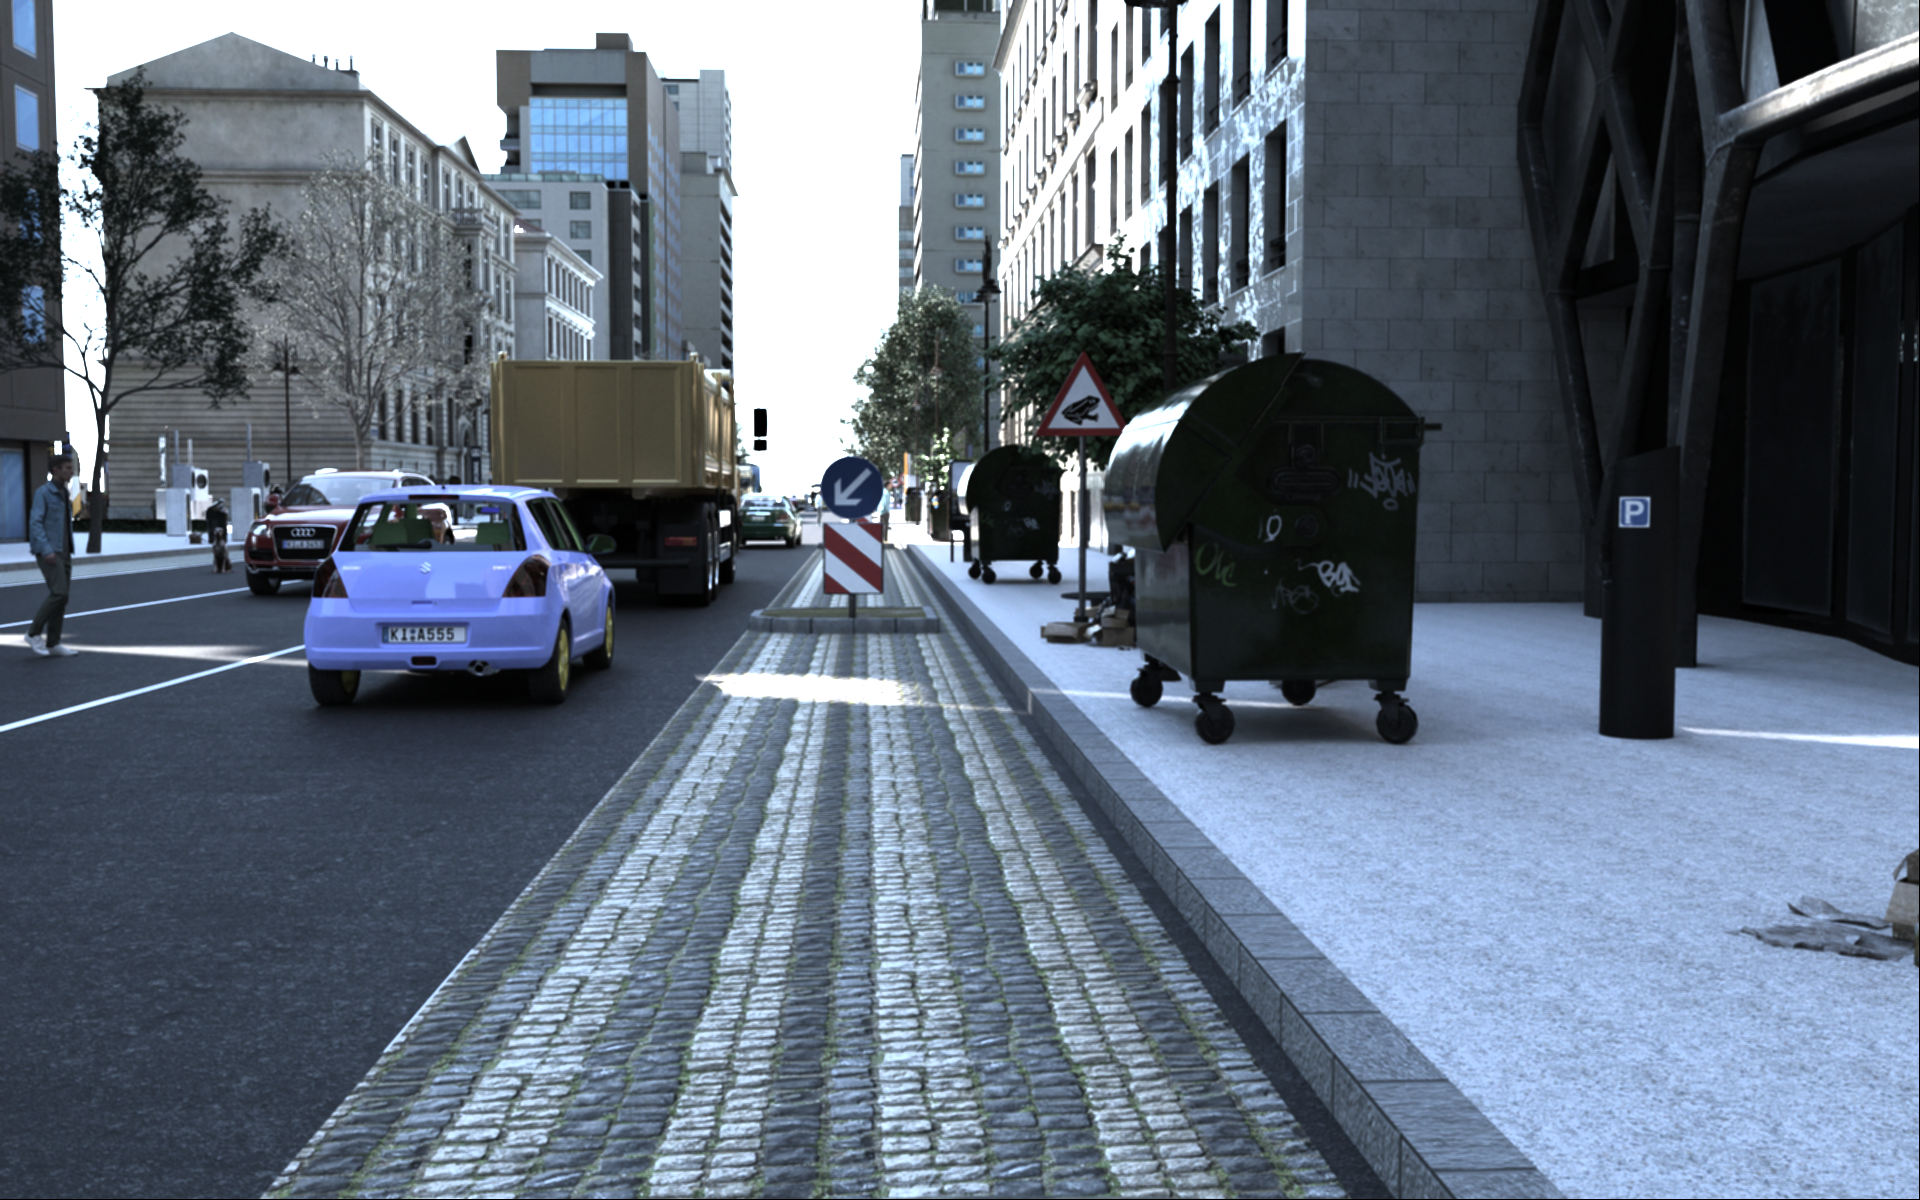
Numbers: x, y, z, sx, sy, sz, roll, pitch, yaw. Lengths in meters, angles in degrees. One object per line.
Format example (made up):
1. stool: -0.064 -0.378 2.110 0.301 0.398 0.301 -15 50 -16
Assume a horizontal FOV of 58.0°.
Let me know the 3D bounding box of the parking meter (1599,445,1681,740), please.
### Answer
1. parking meter: 3.602 -0.047 9.180 0.372 1.533 0.369 0 3 0

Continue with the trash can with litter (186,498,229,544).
1. trash can with litter: -19.425 -2.036 44.683 1.055 1.170 0.624 -1 4 -17

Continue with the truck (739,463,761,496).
1. truck: -20.090 -10.474 160.165 2.839 4.237 11.283 0 4 -2

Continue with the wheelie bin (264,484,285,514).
1. wheelie bin: -22.533 -3.010 57.125 0.693 1.594 0.980 0 4 -6

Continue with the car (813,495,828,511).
1. car: -11.579 -8.423 147.941 2.015 1.641 3.980 0 4 -3

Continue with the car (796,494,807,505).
1. car: -20.059 -12.731 218.373 2.015 1.641 3.980 0 4 -4

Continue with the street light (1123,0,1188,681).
1. street light: 1.437 -2.384 11.771 0.468 5.910 1.993 0 4 -3

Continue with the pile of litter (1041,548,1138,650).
1. pile of litter: 1.292 -0.061 14.969 1.176 0.858 1.719 0 4 -6

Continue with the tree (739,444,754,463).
1. tree: -30.533 -18.117 246.570 4.360 8.622 3.978 0 3 0

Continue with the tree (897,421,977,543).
1. tree: -0.445 -3.145 46.025 1.663 3.219 1.824 0 3 0

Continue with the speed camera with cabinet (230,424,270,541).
1. speed camera with cabinet: -19.704 -3.288 48.101 0.660 3.252 2.038 -1 4 -8

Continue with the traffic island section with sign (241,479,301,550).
1. traffic island section with sign: -17.234 -2.208 44.726 1.989 1.847 2.006 0 4 -3

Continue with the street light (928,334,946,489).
1. street light: -0.656 -4.737 50.236 0.468 5.910 1.993 0 4 -3

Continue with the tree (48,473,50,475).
1. tree: -35.709 -4.407 66.658 1.663 3.219 1.824 0 3 0

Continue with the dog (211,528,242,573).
1. dog: -13.429 -0.912 31.753 0.513 0.831 0.800 2 4 29

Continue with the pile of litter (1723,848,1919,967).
1. pile of litter: 3.122 0.564 4.738 1.719 0.858 1.176 3 5 43

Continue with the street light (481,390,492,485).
1. street light: -20.981 -6.396 77.365 0.468 5.910 1.993 0 4 -3

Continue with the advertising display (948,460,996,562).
1. advertising display: 0.247 -1.685 32.762 0.974 1.923 0.123 -1 4 -21

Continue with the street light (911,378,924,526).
1. street light: -1.709 -5.903 69.310 0.468 5.910 1.993 0 4 -3

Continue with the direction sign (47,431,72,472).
1. direction sign: -32.004 -4.253 61.526 0.379 3.537 0.876 3 5 41

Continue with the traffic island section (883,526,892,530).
1. traffic island section: -3.759 -2.931 70.196 2.009 0.180 2.903 0 4 -3

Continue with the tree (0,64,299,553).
1. tree: -18.526 -6.297 37.364 7.601 10.594 8.767 0 4 3

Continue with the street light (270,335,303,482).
1. street light: -19.531 -4.744 50.359 0.468 5.910 1.993 0 4 -3

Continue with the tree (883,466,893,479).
1. tree: -13.970 -21.877 308.046 4.737 8.622 4.395 0 3 0

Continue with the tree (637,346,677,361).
1. tree: -25.589 -14.312 144.365 12.009 13.543 11.850 0 3 0

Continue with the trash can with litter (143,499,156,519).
1. trash can with litter: -35.751 -4.001 76.811 0.624 1.170 1.055 2 4 35

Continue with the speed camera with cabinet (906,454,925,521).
1. speed camera with cabinet: -2.164 -5.503 84.314 0.660 3.252 2.038 -1 4 -11

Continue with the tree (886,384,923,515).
1. tree: -3.229 -9.522 106.052 4.360 8.622 3.978 0 3 0

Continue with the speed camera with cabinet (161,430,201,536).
1. speed camera with cabinet: -23.964 -3.603 53.248 0.660 3.252 2.038 -1 4 -16

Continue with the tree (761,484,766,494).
1. tree: -32.805 -17.812 285.823 1.663 3.219 1.824 0 3 0

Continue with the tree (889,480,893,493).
1. tree: -7.722 -12.636 201.203 1.663 3.219 1.824 0 3 0

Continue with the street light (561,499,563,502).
1. street light: -22.091 -7.535 95.978 0.468 5.910 1.993 0 4 -3

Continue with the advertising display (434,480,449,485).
1. advertising display: -23.212 -4.462 78.169 0.974 1.923 0.123 0 4 -1

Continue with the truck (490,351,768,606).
1. truck: -4.707 -1.818 25.647 3.469 3.379 9.791 0 4 -4

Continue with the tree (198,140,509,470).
1. tree: -20.991 -9.179 60.452 12.009 13.543 11.850 0 3 0

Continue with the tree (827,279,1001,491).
1. tree: -1.857 -10.742 92.640 9.611 12.733 9.660 0 3 0

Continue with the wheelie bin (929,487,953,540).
1. wheelie bin: -0.480 -2.497 48.727 0.693 1.594 0.980 1 4 11

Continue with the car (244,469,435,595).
1. car: -9.182 -1.085 26.412 2.281 1.827 5.304 0 4 -3

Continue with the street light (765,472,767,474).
1. street light: -32.883 -19.624 293.644 0.468 5.910 1.993 0 4 -3

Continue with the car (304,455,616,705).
1. car: -3.633 -0.214 13.097 1.945 1.707 3.694 0 4 -4

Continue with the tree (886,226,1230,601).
1. tree: 1.926 -2.308 21.447 4.285 4.588 4.351 0 3 0

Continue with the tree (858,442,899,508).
1. tree: -5.418 -14.507 155.314 7.486 12.596 7.792 0 3 0

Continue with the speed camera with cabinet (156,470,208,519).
1. speed camera with cabinet: -27.634 -4.109 61.522 0.660 3.252 2.038 1 4 15

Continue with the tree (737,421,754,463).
1. tree: -30.485 -18.555 229.122 9.928 11.665 9.643 0 3 0

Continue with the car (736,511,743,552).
1. car: -6.232 -1.903 41.335 2.015 1.641 3.980 0 4 -3

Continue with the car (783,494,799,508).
1. car: -17.684 -10.419 179.392 2.155 1.783 4.494 0 4 -5

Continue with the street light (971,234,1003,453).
1. street light: 0.480 -3.567 31.108 0.468 5.910 1.993 0 4 -3

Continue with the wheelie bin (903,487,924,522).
1. wheelie bin: -2.090 -4.369 79.333 0.980 1.594 0.693 -2 4 -28

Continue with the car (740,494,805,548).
1. car: -5.329 -2.177 47.387 2.131 1.459 4.920 0 4 -2

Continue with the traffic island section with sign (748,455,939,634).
1. traffic island section with sign: -1.254 -0.610 18.595 1.989 1.847 2.006 0 4 -3

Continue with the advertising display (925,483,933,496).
1. advertising display: -1.339 -4.813 83.910 0.123 1.923 0.974 -3 5 -42

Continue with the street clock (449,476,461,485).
1. street clock: -20.367 -3.995 69.885 0.471 2.002 0.358 -1 4 -19
